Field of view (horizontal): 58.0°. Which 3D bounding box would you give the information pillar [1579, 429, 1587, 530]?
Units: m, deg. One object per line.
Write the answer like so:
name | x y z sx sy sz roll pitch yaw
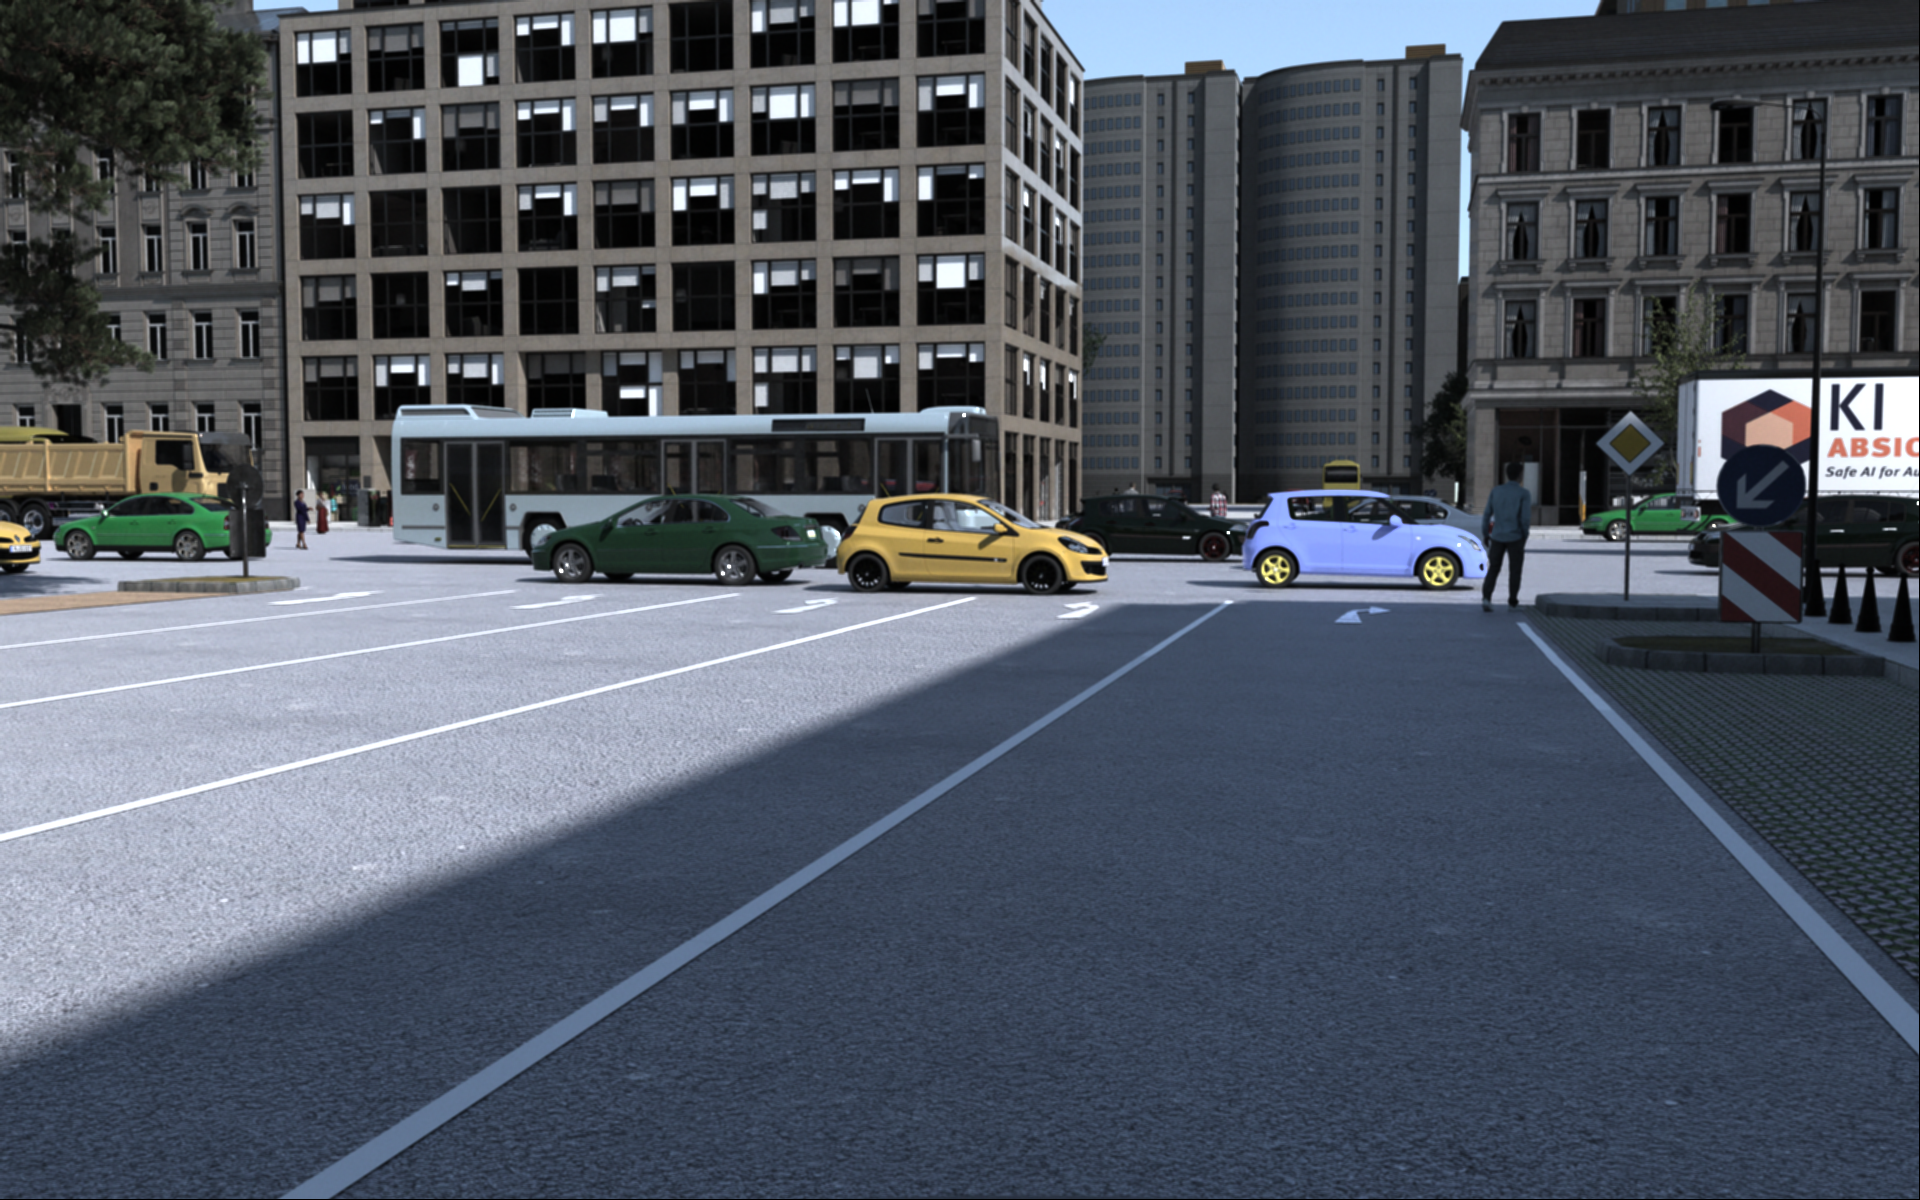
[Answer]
information pillar | 22.566 -4.366 62.738 0.183 3.616 0.504 0 4 3

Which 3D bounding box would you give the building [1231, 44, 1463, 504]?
building | 52.243 -42.275 233.191 28.212 58.520 21.231 1 4 14

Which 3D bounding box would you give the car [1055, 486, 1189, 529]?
car | 4.872 -2.487 50.442 4.222 1.686 2.009 1 4 13

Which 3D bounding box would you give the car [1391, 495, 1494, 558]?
car | 7.912 -1.269 32.744 4.499 1.417 2.014 1 4 16

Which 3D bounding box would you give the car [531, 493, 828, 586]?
car | -4.587 -0.997 28.091 4.920 1.459 2.131 1 4 16

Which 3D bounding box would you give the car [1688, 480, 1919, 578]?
car | 15.153 -1.272 30.584 4.222 1.686 2.009 1 4 14

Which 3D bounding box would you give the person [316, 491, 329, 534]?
person | -22.963 -3.142 62.339 0.387 1.526 0.523 0 4 -2

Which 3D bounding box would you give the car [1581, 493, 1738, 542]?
car | 21.215 -2.650 52.126 4.718 1.807 1.959 1 4 14

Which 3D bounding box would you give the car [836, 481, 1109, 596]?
car | 0.197 -0.934 25.495 3.980 1.641 2.015 1 4 14

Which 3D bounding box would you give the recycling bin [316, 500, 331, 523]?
recycling bin | -28.220 -3.896 76.255 0.722 1.027 0.722 2 4 29

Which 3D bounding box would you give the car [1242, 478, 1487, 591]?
car | 6.208 -1.042 26.633 3.694 1.707 1.945 1 4 14

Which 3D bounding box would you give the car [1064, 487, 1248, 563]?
car | 4.285 -1.676 37.195 4.222 1.686 2.009 1 4 12

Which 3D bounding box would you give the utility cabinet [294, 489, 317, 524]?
utility cabinet | -27.921 -3.984 73.818 0.318 1.500 1.173 1 4 13

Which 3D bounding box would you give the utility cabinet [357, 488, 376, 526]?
utility cabinet | -23.549 -3.671 68.695 0.318 1.500 1.173 -3 5 -40

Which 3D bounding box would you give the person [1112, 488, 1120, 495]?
person | 11.421 -7.246 126.600 1.348 1.869 0.705 0 4 6

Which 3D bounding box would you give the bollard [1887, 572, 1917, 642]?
bollard | 8.216 0.058 15.091 0.229 0.601 0.229 0 3 0

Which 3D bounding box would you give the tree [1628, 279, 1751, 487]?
tree | 25.259 -6.732 60.425 4.737 8.622 4.395 0 3 0

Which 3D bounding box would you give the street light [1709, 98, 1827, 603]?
street light | 9.500 -2.926 20.387 1.470 5.913 1.316 1 4 14

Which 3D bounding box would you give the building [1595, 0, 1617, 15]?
building | 64.194 -29.931 143.989 22.147 44.769 28.867 1 4 14

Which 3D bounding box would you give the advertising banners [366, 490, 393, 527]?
advertising banners | -22.176 -4.372 67.672 2.074 3.025 0.090 -3 4 -37

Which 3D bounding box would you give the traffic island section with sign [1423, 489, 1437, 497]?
traffic island section with sign | 45.093 -9.730 167.712 1.989 1.847 2.006 1 4 14

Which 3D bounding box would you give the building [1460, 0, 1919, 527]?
building | 22.687 -13.526 72.054 40.483 20.767 10.553 1 4 14

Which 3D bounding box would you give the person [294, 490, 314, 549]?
person | -16.970 -2.082 44.909 0.546 1.535 0.453 0 4 -5

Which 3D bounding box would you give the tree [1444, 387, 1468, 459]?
tree | 35.471 -10.310 118.937 4.737 8.622 4.395 0 3 0

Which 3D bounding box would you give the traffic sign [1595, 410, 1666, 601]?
traffic sign | 8.026 -1.050 20.805 0.795 2.450 0.064 1 4 14

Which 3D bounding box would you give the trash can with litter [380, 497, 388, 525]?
trash can with litter | -24.022 -3.701 71.893 0.624 1.170 1.055 0 4 7

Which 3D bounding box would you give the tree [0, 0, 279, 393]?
tree | -12.791 -6.806 21.162 7.806 13.903 7.818 0 3 0

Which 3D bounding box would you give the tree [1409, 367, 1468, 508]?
tree | 45.290 -14.636 156.306 9.611 12.733 9.660 0 3 0

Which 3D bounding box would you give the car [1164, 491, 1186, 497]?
car | 23.359 -10.962 187.893 2.281 1.827 5.304 1 4 14

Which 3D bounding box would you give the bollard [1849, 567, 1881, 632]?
bollard | 8.478 -0.006 16.146 0.229 0.601 0.229 0 3 0

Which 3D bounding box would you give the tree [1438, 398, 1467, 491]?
tree | 37.919 -10.960 129.550 4.360 8.622 3.978 0 3 0

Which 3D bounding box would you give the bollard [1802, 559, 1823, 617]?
bollard | 9.007 -0.133 18.221 0.229 0.601 0.229 0 3 0

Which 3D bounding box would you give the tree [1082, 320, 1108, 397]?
tree | 7.459 -19.045 167.275 12.611 20.169 13.585 0 3 0

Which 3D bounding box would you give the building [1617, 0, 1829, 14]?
building | 54.780 -28.968 123.733 14.600 45.320 14.200 1 4 14

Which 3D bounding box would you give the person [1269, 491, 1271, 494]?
person | 33.802 -10.993 188.794 0.434 1.755 0.990 0 4 3

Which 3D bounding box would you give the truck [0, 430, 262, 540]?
truck | -25.989 -3.548 53.941 9.791 3.379 3.469 1 4 16

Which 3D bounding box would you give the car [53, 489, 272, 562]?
car | -17.347 -1.759 37.559 4.718 1.807 1.959 1 4 14

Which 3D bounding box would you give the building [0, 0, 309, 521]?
building | -42.013 -17.845 89.032 25.104 27.353 12.463 1 4 14

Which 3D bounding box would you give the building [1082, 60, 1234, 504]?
building | 25.043 -42.774 241.360 28.212 58.520 21.231 1 4 14

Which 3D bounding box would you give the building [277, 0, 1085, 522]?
building | -12.422 -17.170 85.250 34.151 26.468 19.350 1 4 14

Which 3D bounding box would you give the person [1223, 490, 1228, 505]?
person | 23.231 -8.747 152.042 0.617 1.759 0.750 1 4 9

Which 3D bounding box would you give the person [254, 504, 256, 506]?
person | -23.849 -3.006 58.041 0.661 1.777 0.834 1 4 12

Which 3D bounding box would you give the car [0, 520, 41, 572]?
car | -18.674 -1.289 31.295 3.980 1.641 2.015 1 4 12

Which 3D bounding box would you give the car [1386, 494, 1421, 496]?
car | 9.879 -2.014 42.710 4.222 1.686 2.009 1 4 14

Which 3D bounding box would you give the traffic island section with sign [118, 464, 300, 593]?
traffic island section with sign | -11.080 -1.088 25.930 2.006 1.907 1.989 1 4 14

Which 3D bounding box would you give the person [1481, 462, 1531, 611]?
person | 6.638 -0.771 21.131 0.660 1.820 0.620 3 5 41

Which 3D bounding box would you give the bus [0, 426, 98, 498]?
bus | -37.337 -4.438 64.115 12.252 3.916 2.896 1 4 12

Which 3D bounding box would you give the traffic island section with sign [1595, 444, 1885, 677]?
traffic island section with sign | 6.489 -0.367 14.637 1.989 1.847 2.006 1 4 14

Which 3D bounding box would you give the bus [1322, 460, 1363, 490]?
bus | 27.540 -8.156 124.901 2.896 3.916 12.252 1 4 13

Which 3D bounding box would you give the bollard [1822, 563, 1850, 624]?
bollard | 8.743 -0.070 17.183 0.229 0.601 0.229 0 3 0

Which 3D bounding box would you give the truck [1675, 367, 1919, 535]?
truck | 22.318 -3.066 39.040 11.283 4.237 2.839 1 4 14

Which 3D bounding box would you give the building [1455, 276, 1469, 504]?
building | 71.947 -27.765 225.656 14.107 30.474 14.160 1 4 14

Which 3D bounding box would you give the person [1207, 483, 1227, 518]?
person | 6.701 -2.171 44.831 0.563 1.720 0.643 -2 4 -34

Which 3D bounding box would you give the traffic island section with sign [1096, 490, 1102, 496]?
traffic island section with sign | 14.196 -10.297 176.991 1.989 1.847 2.006 1 4 14

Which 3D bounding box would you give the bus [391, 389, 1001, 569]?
bus | -4.951 -2.453 34.961 13.247 3.499 2.948 1 4 16

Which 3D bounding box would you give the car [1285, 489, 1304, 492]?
car | 26.025 -7.703 134.611 2.281 1.827 5.304 1 4 12

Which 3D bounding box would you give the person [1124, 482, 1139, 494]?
person | 5.362 -2.797 54.357 0.709 1.813 0.853 2 4 31

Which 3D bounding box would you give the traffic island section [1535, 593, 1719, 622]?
traffic island section | 8.051 0.086 20.876 2.009 0.180 2.903 1 4 14
